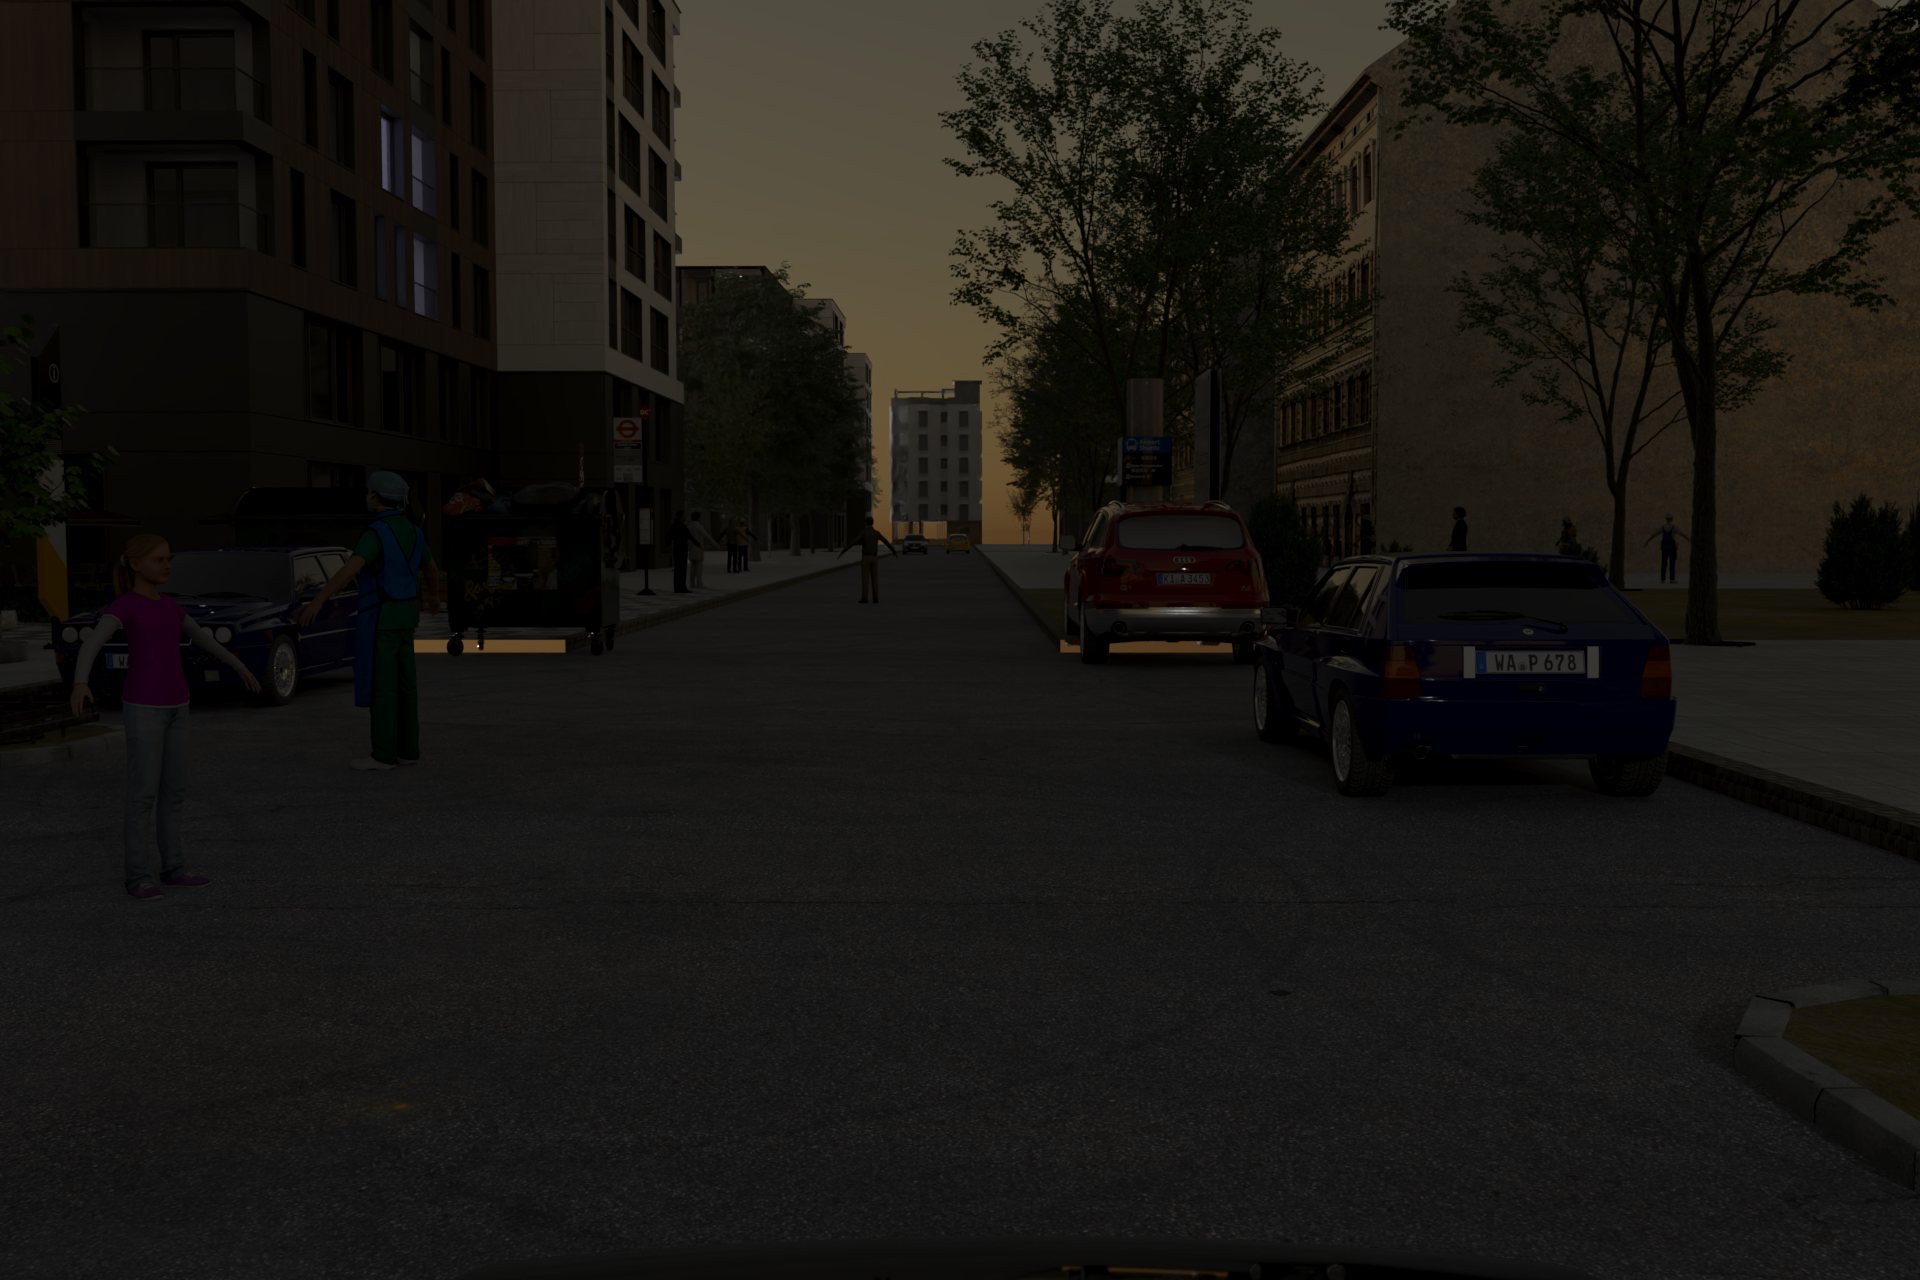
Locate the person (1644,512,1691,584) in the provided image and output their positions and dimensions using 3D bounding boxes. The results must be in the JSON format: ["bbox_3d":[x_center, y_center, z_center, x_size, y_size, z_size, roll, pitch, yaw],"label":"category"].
[{"bbox_3d":[18.442,-2.396,45.038,1.347,1.847,0.705,3,5,40],"label":"person"}]

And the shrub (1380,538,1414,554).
[{"bbox_3d":[8.337,-1.344,33.094,1.383,1.207,1.383,0,3,0],"label":"shrub"}]

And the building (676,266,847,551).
[{"bbox_3d":[-25.025,-18.628,148.535,27.936,21.610,32.646,0,4,1],"label":"building"}]

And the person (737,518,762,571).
[{"bbox_3d":[-7.458,-3.280,59.593,1.349,1.833,0.705,2,4,24],"label":"person"}]

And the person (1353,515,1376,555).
[{"bbox_3d":[12.091,-2.805,51.641,0.705,1.856,1.354,-1,4,-11],"label":"person"}]

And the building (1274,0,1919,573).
[{"bbox_3d":[22.904,-14.350,65.552,19.493,23.208,18.063,0,3,0],"label":"building"}]

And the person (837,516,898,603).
[{"bbox_3d":[-1.885,-1.666,35.973,1.348,1.796,0.705,-2,4,-24],"label":"person"}]

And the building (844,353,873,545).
[{"bbox_3d":[-24.598,-21.364,193.270,27.936,21.610,32.646,0,4,0],"label":"building"}]

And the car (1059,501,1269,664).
[{"bbox_3d":[2.350,-0.733,20.656,2.281,1.827,5.304,0,4,0],"label":"car"}]

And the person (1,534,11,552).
[{"bbox_3d":[-20.004,-1.763,35.552,0.721,1.740,1.216,1,4,20],"label":"person"}]

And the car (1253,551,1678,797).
[{"bbox_3d":[2.930,0.110,10.788,1.945,1.354,3.894,0,4,0],"label":"car"}]

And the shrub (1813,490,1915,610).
[{"bbox_3d":[15.419,-1.536,29.527,1.690,2.028,1.600,0,3,0],"label":"shrub"}]

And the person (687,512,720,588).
[{"bbox_3d":[-6.237,-2.137,41.125,1.347,1.806,0.705,3,4,38],"label":"person"}]

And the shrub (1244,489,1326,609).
[{"bbox_3d":[5.226,-1.482,28.651,1.690,2.028,1.600,0,3,0],"label":"shrub"}]

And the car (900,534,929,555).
[{"bbox_3d":[-3.168,-6.857,121.903,2.009,1.686,4.222,0,4,0],"label":"car"}]

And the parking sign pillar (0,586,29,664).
[{"bbox_3d":[-10.136,-1.758,17.210,1.447,3.967,1.447,0,3,0],"label":"parking sign pillar"}]

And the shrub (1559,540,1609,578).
[{"bbox_3d":[9.930,-1.025,27.868,1.383,1.207,1.383,0,3,0],"label":"shrub"}]

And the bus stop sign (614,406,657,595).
[{"bbox_3d":[-6.806,-2.910,36.281,0.855,3.939,0.416,0,4,-1],"label":"bus stop sign"}]

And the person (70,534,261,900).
[{"bbox_3d":[-3.153,0.296,6.889,0.599,1.433,0.991,1,4,17],"label":"person"}]

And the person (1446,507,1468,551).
[{"bbox_3d":[9.623,-1.672,33.529,0.705,1.806,1.347,2,4,24],"label":"person"}]

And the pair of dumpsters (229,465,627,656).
[{"bbox_3d":[-6.319,-0.966,20.746,4.436,2.255,1.574,0,4,0],"label":"pair of dumpsters"}]

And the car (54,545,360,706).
[{"bbox_3d":[-6.471,-0.186,15.620,1.945,1.354,3.894,0,4,0],"label":"car"}]

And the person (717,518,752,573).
[{"bbox_3d":[-7.476,-3.110,56.978,1.348,1.813,0.705,2,4,25],"label":"person"}]

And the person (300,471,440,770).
[{"bbox_3d":[-3.534,-0.125,10.633,0.704,1.817,1.347,1,4,16],"label":"person"}]

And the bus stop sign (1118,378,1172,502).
[{"bbox_3d":[3.149,-2.482,29.590,0.837,3.901,0.837,0,3,0],"label":"bus stop sign"}]

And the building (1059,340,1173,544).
[{"bbox_3d":[24.731,-21.203,190.649,27.936,21.610,32.646,0,4,0],"label":"building"}]

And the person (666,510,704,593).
[{"bbox_3d":[-6.047,-1.922,37.655,0.704,1.802,1.346,-3,5,-43],"label":"person"}]

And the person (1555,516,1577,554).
[{"bbox_3d":[18.880,-2.945,53.914,0.705,1.858,1.354,0,3,0],"label":"person"}]

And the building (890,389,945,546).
[{"bbox_3d":[-8.439,-21.939,217.581,11.380,20.090,16.016,0,4,4],"label":"building"}]

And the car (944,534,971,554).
[{"bbox_3d":[-0.168,-7.120,126.628,2.015,1.641,3.980,0,4,-1],"label":"car"}]

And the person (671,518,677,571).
[{"bbox_3d":[-9.762,-3.293,59.779,0.705,1.837,1.347,-2,4,-32],"label":"person"}]
